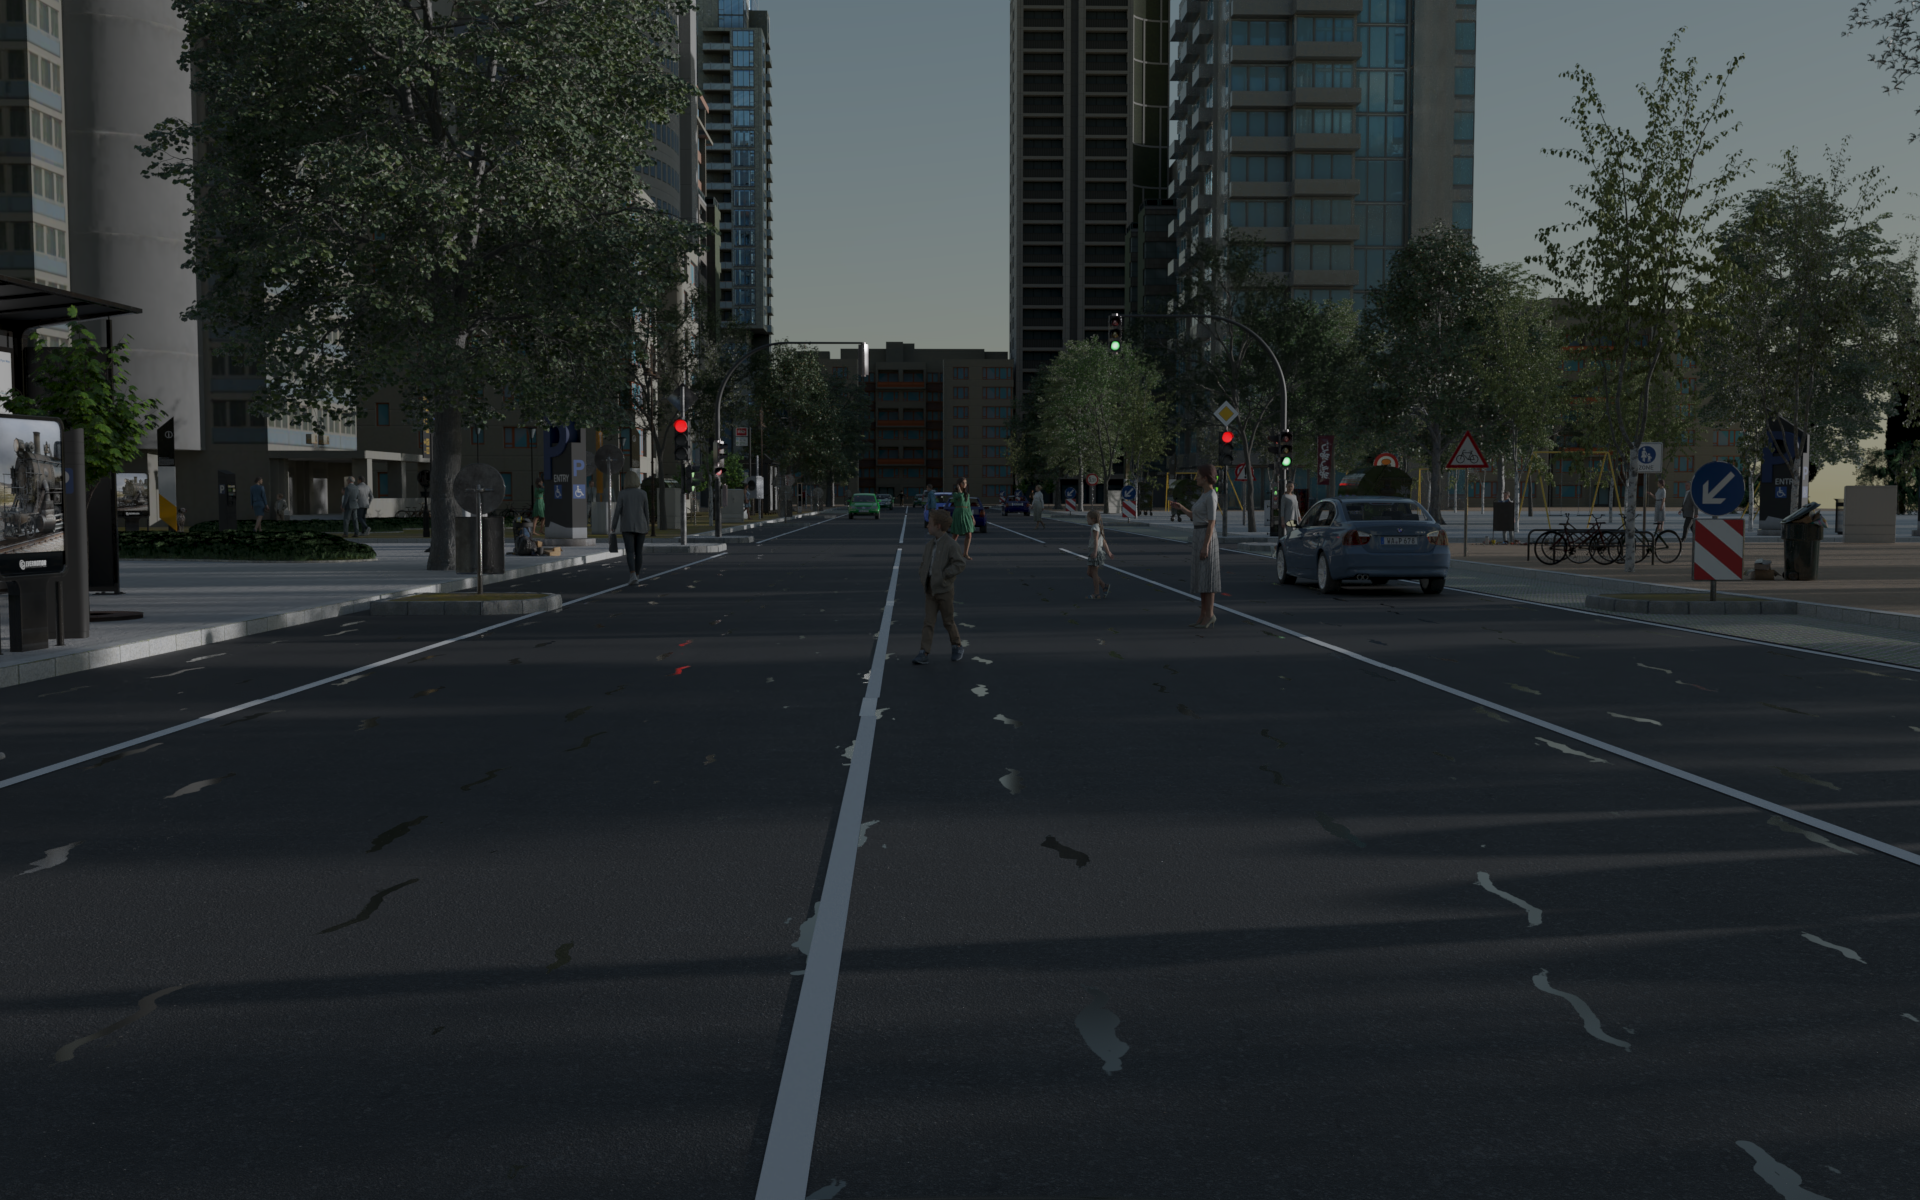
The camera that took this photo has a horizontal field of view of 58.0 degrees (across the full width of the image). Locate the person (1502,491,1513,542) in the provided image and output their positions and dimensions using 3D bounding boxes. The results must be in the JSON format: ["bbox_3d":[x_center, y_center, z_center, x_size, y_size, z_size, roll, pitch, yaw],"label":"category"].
[{"bbox_3d":[14.699,-2.162,46.444,0.503,1.515,0.523,-1,4,-19],"label":"person"}]

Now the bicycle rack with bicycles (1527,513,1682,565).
[{"bbox_3d":[11.874,-1.146,32.120,2.925,0.926,2.852,0,4,5],"label":"bicycle rack with bicycles"}]

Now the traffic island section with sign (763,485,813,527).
[{"bbox_3d":[-7.635,-4.143,76.358,1.989,1.847,2.006,0,4,-2],"label":"traffic island section with sign"}]

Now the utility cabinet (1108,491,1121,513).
[{"bbox_3d":[11.203,-7.202,126.436,0.318,1.500,1.173,-2,4,-32],"label":"utility cabinet"}]

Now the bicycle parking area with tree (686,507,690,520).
[{"bbox_3d":[-17.427,-5.968,84.586,9.016,4.147,8.231,2,4,27],"label":"bicycle parking area with tree"}]

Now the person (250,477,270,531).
[{"bbox_3d":[-21.961,-2.941,54.146,0.581,1.822,0.654,1,4,22],"label":"person"}]

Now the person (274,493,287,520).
[{"bbox_3d":[-23.877,-3.093,60.885,0.475,1.303,0.640,0,4,-1],"label":"person"}]

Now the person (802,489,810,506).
[{"bbox_3d":[-16.617,-10.948,184.984,1.348,1.831,0.705,-2,4,-33],"label":"person"}]

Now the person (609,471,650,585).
[{"bbox_3d":[-5.253,-1.146,27.416,0.709,1.800,0.728,-1,4,-20],"label":"person"}]

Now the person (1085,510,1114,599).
[{"bbox_3d":[1.899,-0.618,23.616,0.382,1.210,0.505,1,4,8],"label":"person"}]

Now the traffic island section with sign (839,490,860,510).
[{"bbox_3d":[-9.857,-8.860,153.482,1.989,1.847,2.006,0,4,-2],"label":"traffic island section with sign"}]

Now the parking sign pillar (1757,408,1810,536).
[{"bbox_3d":[25.468,-3.978,53.509,1.447,3.967,1.447,-3,5,-41],"label":"parking sign pillar"}]

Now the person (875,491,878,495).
[{"bbox_3d":[-7.829,-9.411,163.285,0.541,1.710,0.530,-1,4,-12],"label":"person"}]

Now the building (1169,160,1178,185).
[{"bbox_3d":[38.587,-37.283,233.270,21.600,48.544,21.300,0,4,-2],"label":"building"}]

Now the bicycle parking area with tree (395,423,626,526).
[{"bbox_3d":[-19.011,-5.203,72.067,9.016,4.147,8.231,2,4,23],"label":"bicycle parking area with tree"}]

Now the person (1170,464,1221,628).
[{"bbox_3d":[2.540,-0.582,18.586,0.524,1.755,0.480,0,4,-6],"label":"person"}]

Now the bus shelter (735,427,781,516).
[{"bbox_3d":[-12.436,-7.879,106.457,2.179,5.291,8.768,0,4,-2],"label":"bus shelter"}]

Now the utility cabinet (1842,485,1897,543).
[{"bbox_3d":[23.471,-2.203,44.697,1.173,1.500,0.318,1,4,18],"label":"utility cabinet"}]

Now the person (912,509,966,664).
[{"bbox_3d":[-0.155,-0.118,14.709,0.475,1.303,0.640,2,4,31],"label":"person"}]

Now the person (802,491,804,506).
[{"bbox_3d":[-17.404,-11.443,193.001,0.709,1.838,0.599,1,4,14],"label":"person"}]

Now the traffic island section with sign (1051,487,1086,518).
[{"bbox_3d":[6.487,-5.859,104.430,1.989,1.847,2.006,0,4,-2],"label":"traffic island section with sign"}]

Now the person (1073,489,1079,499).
[{"bbox_3d":[12.061,-10.757,181.887,1.348,1.831,0.705,3,5,41],"label":"person"}]

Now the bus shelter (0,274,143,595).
[{"bbox_3d":[-11.133,-1.694,18.983,1.731,3.624,6.357,0,4,-2],"label":"bus shelter"}]

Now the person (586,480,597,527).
[{"bbox_3d":[-14.266,-3.713,66.852,0.635,1.810,0.391,-2,4,-32],"label":"person"}]

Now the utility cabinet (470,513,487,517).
[{"bbox_3d":[-11.214,-1.789,40.409,0.306,1.237,1.020,-1,4,-10],"label":"utility cabinet"}]

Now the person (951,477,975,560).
[{"bbox_3d":[0.025,-1.747,37.310,0.529,1.795,0.600,3,5,40],"label":"person"}]

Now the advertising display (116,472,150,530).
[{"bbox_3d":[-24.195,-2.774,50.577,0.974,1.923,0.123,-3,4,-36],"label":"advertising display"}]

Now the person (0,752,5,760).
[{"bbox_3d":[-5.441,-0.028,9.139,0.537,1.800,0.526,0,4,5],"label":"person"}]

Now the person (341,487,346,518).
[{"bbox_3d":[-21.156,-3.125,59.737,0.503,1.515,0.523,1,4,15],"label":"person"}]

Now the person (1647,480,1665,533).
[{"bbox_3d":[23.059,-3.099,57.273,0.524,1.755,0.480,-1,4,-8],"label":"person"}]

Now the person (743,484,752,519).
[{"bbox_3d":[-10.806,-4.953,87.120,0.778,1.811,0.616,0,4,-5],"label":"person"}]

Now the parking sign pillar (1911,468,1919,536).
[{"bbox_3d":[29.718,-3.915,52.482,1.447,3.967,1.447,-1,4,-21],"label":"parking sign pillar"}]

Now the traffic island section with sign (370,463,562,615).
[{"bbox_3d":[-6.032,-0.785,21.459,1.989,1.847,2.006,0,4,-2],"label":"traffic island section with sign"}]

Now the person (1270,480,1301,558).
[{"bbox_3d":[7.182,-1.758,37.987,0.760,1.731,0.466,1,4,17],"label":"person"}]

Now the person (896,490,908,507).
[{"bbox_3d":[-6.710,-11.693,199.304,1.348,1.869,0.705,1,4,15],"label":"person"}]

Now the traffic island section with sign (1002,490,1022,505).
[{"bbox_3d":[5.052,-8.895,154.064,1.989,1.847,2.006,0,4,-2],"label":"traffic island section with sign"}]

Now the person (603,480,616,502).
[{"bbox_3d":[-12.661,-3.426,62.246,0.709,1.800,0.728,3,4,37],"label":"person"}]

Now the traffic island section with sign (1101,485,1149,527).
[{"bbox_3d":[7.286,-4.168,76.779,1.989,1.847,2.006,0,4,-2],"label":"traffic island section with sign"}]

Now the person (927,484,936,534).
[{"bbox_3d":[-0.992,-3.273,62.363,0.444,1.785,0.601,1,4,18],"label":"person"}]

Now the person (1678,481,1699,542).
[{"bbox_3d":[19.656,-2.320,46.828,0.834,1.777,0.661,0,4,-4],"label":"person"}]

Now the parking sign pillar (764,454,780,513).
[{"bbox_3d":[-12.626,-7.758,115.323,1.447,3.967,1.447,3,4,37],"label":"parking sign pillar"}]

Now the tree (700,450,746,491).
[{"bbox_3d":[-15.930,-8.085,115.905,4.285,4.588,4.351,0,3,0],"label":"tree"}]

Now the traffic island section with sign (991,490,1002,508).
[{"bbox_3d":[4.274,-10.543,181.008,1.989,1.847,2.006,0,4,-2],"label":"traffic island section with sign"}]

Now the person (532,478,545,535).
[{"bbox_3d":[-13.140,-2.919,54.023,0.529,1.795,0.600,-2,4,-24],"label":"person"}]

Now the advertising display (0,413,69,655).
[{"bbox_3d":[-7.646,-0.548,14.174,0.123,1.923,0.974,0,4,4],"label":"advertising display"}]

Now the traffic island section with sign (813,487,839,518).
[{"bbox_3d":[-8.407,-5.791,103.303,1.989,1.847,2.006,0,4,-2],"label":"traffic island section with sign"}]

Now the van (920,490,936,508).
[{"bbox_3d":[-3.086,-10.394,176.958,2.013,2.044,4.112,0,4,-1],"label":"van"}]

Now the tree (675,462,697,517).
[{"bbox_3d":[-15.844,-6.565,101.936,1.663,3.219,1.824,0,3,0],"label":"tree"}]

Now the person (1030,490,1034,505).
[{"bbox_3d":[8.322,-11.711,198.233,0.721,1.735,1.217,-2,4,-34],"label":"person"}]

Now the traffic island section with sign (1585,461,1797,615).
[{"bbox_3d":[8.889,-0.781,21.390,1.989,1.847,2.006,0,4,-2],"label":"traffic island section with sign"}]

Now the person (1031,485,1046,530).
[{"bbox_3d":[3.192,-3.731,69.722,0.641,1.798,0.478,-1,4,-23],"label":"person"}]

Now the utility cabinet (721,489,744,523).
[{"bbox_3d":[-10.176,-4.164,76.765,1.173,1.500,0.318,-2,4,-31],"label":"utility cabinet"}]

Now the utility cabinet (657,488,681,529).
[{"bbox_3d":[-10.591,-3.333,63.166,0.318,1.500,1.173,-3,5,-42],"label":"utility cabinet"}]

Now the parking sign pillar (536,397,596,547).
[{"bbox_3d":[-9.778,-3.326,42.849,1.447,3.967,1.447,-3,5,-44],"label":"parking sign pillar"}]

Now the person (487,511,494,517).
[{"bbox_3d":[-24.864,-5.185,91.039,0.699,1.804,1.509,1,4,14],"label":"person"}]

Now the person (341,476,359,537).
[{"bbox_3d":[-18.128,-2.760,51.346,0.590,1.801,0.661,1,4,20],"label":"person"}]

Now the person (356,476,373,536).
[{"bbox_3d":[-18.230,-2.882,53.012,0.795,1.843,0.661,2,4,33],"label":"person"}]
